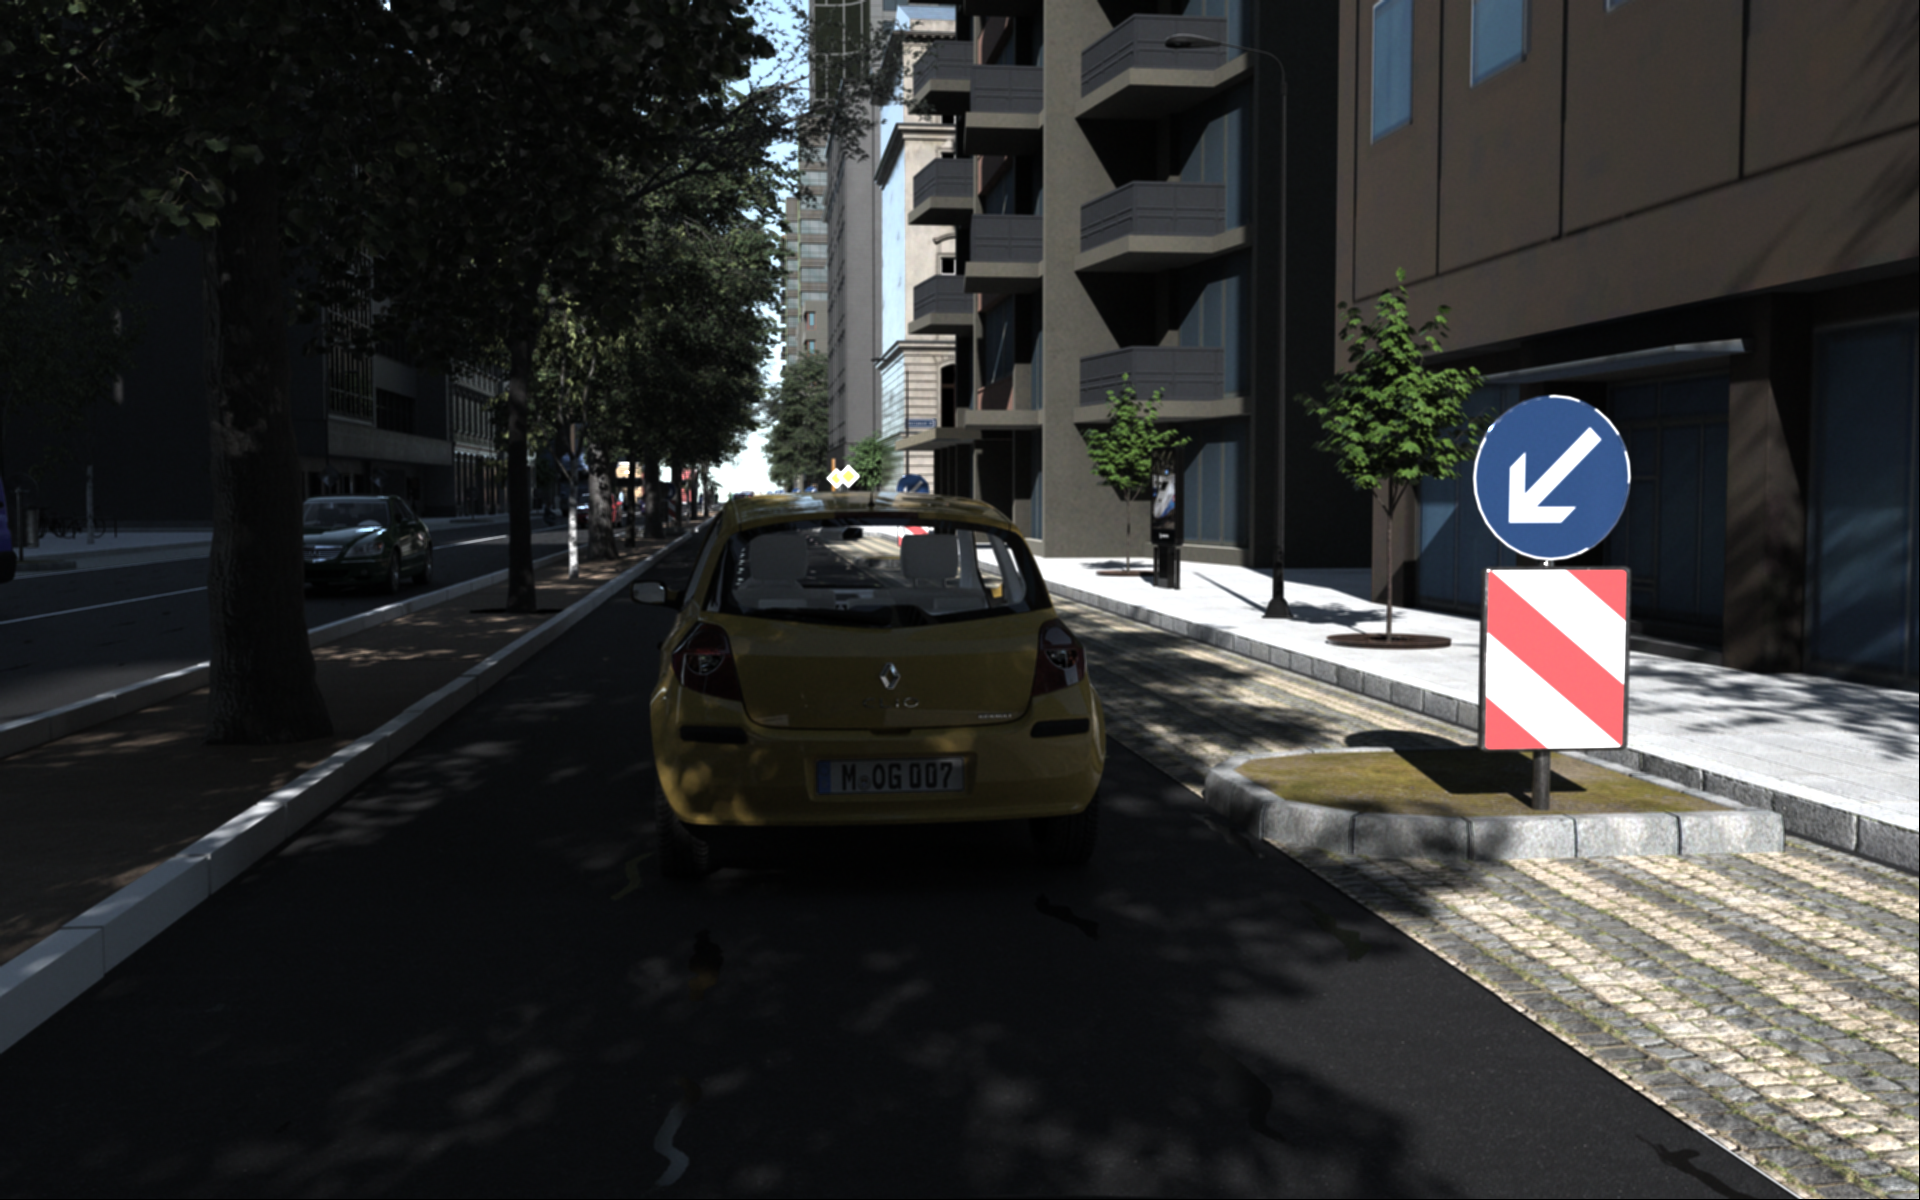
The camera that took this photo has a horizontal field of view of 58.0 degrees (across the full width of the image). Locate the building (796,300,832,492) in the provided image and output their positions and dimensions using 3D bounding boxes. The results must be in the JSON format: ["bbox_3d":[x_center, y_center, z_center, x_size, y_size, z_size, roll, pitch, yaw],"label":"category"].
[{"bbox_3d":[-1.827,-19.913,170.623,27.650,21.520,28.899,0,4,-7],"label":"building"}]

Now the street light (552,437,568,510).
[{"bbox_3d":[-32.492,-10.285,140.707,1.470,5.913,1.316,0,4,-7],"label":"street light"}]

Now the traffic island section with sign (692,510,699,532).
[{"bbox_3d":[-11.125,-3.544,66.082,2.006,1.907,1.989,0,4,-7],"label":"traffic island section with sign"}]

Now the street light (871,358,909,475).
[{"bbox_3d":[-2.335,-5.298,59.156,1.470,5.913,1.316,0,4,-7],"label":"street light"}]

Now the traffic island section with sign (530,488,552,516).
[{"bbox_3d":[-27.737,-6.431,113.781,1.989,1.847,2.006,0,4,-7],"label":"traffic island section with sign"}]

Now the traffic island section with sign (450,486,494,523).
[{"bbox_3d":[-24.450,-4.786,86.874,1.989,1.847,2.006,0,4,-7],"label":"traffic island section with sign"}]

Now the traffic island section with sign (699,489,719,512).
[{"bbox_3d":[-20.251,-8.106,140.666,2.006,1.907,1.989,0,4,-7],"label":"traffic island section with sign"}]

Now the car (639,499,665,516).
[{"bbox_3d":[-20.649,-6.386,116.985,1.945,1.354,3.894,0,4,-8],"label":"car"}]

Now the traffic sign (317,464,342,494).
[{"bbox_3d":[-20.783,-3.272,57.146,0.795,2.450,0.064,0,4,-7],"label":"traffic sign"}]

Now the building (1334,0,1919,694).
[{"bbox_3d":[12.182,-22.211,13.268,14.600,45.320,14.200,0,4,-7],"label":"building"}]

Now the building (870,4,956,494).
[{"bbox_3d":[13.882,-15.734,76.342,34.723,24.649,14.460,0,4,-7],"label":"building"}]

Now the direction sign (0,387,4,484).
[{"bbox_3d":[-20.105,-2.712,36.345,0.379,3.537,0.876,-2,4,-27],"label":"direction sign"}]

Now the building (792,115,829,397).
[{"bbox_3d":[-10.755,-31.006,190.545,14.154,41.232,14.086,0,4,-7],"label":"building"}]

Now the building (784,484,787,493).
[{"bbox_3d":[-10.476,-34.788,260.671,32.217,40.220,23.993,0,4,-7],"label":"building"}]

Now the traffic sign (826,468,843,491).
[{"bbox_3d":[-4.781,-3.882,67.119,0.795,2.450,0.064,0,4,-7],"label":"traffic sign"}]

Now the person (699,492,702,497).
[{"bbox_3d":[-40.482,-15.938,269.602,0.721,1.766,1.217,0,4,-5],"label":"person"}]

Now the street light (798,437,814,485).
[{"bbox_3d":[-12.579,-10.354,141.837,1.470,5.913,1.316,0,4,-7],"label":"street light"}]

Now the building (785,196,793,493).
[{"bbox_3d":[-17.165,-34.073,240.681,14.154,41.232,14.086,0,4,-7],"label":"building"}]

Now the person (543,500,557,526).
[{"bbox_3d":[-18.354,-3.905,77.845,0.738,1.151,1.012,0,4,-3],"label":"person"}]

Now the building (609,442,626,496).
[{"bbox_3d":[-51.714,-35.367,228.367,14.600,45.320,14.200,0,4,-7],"label":"building"}]

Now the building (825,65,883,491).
[{"bbox_3d":[-0.682,-19.185,107.176,14.314,27.812,24.014,0,4,-7],"label":"building"}]

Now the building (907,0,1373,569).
[{"bbox_3d":[10.232,-23.738,42.745,22.147,44.769,28.867,0,4,-7],"label":"building"}]

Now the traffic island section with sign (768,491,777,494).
[{"bbox_3d":[-17.141,-9.612,165.790,1.989,1.847,2.006,0,4,-7],"label":"traffic island section with sign"}]

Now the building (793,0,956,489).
[{"bbox_3d":[-9.611,-47.031,207.214,20.563,71.187,20.611,0,4,-7],"label":"building"}]

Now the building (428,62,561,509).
[{"bbox_3d":[-50.837,-27.975,149.272,32.217,40.220,23.993,0,4,-7],"label":"building"}]

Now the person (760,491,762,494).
[{"bbox_3d":[-22.512,-11.400,195.615,0.721,1.736,1.217,3,5,42],"label":"person"}]

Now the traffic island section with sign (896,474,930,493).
[{"bbox_3d":[-1.120,-1.595,34.710,1.989,1.847,2.006,0,4,-7],"label":"traffic island section with sign"}]

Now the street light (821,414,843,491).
[{"bbox_3d":[-7.377,-7.840,100.731,1.470,5.913,1.316,0,4,-7],"label":"street light"}]

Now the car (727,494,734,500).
[{"bbox_3d":[-17.152,-7.687,134.476,1.959,1.807,4.718,0,4,-6],"label":"car"}]

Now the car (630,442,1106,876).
[{"bbox_3d":[-0.526,0.135,8.017,2.015,1.641,3.980,-1,4,-8],"label":"car"}]

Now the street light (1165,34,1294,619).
[{"bbox_3d":[2.763,-2.765,17.744,1.470,5.913,1.316,0,4,-7],"label":"street light"}]

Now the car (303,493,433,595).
[{"bbox_3d":[-9.146,-0.871,26.044,2.131,1.459,4.920,0,4,-8],"label":"car"}]

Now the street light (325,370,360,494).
[{"bbox_3d":[-23.200,-5.656,65.019,1.470,5.913,1.316,0,4,-7],"label":"street light"}]

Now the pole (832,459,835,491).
[{"bbox_3d":[-7.269,-6.468,99.596,0.158,3.312,0.155,0,3,0],"label":"pole"}]

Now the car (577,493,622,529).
[{"bbox_3d":[-15.302,-3.920,73.124,2.155,1.783,4.494,0,4,-6],"label":"car"}]

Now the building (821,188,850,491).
[{"bbox_3d":[-3.073,-21.002,130.778,14.401,28.519,23.554,0,4,-7],"label":"building"}]

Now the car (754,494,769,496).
[{"bbox_3d":[-13.356,-6.536,117.089,2.015,1.641,3.980,0,4,-6],"label":"car"}]

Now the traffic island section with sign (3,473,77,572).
[{"bbox_3d":[-17.799,-1.457,32.446,1.989,1.847,2.006,0,4,-7],"label":"traffic island section with sign"}]

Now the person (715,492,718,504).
[{"bbox_3d":[-35.601,-14.931,253.532,0.541,1.710,0.530,-2,4,-28],"label":"person"}]

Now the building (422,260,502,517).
[{"bbox_3d":[-33.386,-15.510,102.734,9.793,20.994,18.267,0,4,-7],"label":"building"}]

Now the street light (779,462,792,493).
[{"bbox_3d":[-21.707,-15.004,217.850,1.470,5.913,1.316,0,4,-7],"label":"street light"}]

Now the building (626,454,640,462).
[{"bbox_3d":[-57.871,-36.380,249.435,22.147,44.769,28.867,0,4,-7],"label":"building"}]

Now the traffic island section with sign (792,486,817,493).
[{"bbox_3d":[-7.853,-4.964,89.784,1.989,1.847,2.006,0,4,-7],"label":"traffic island section with sign"}]

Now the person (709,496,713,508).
[{"bbox_3d":[-25.912,-10.490,180.026,0.705,1.821,1.348,0,4,4],"label":"person"}]

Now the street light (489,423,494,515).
[{"bbox_3d":[-28.197,-8.172,106.151,1.470,5.913,1.316,0,4,-7],"label":"street light"}]

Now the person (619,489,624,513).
[{"bbox_3d":[-25.546,-7.464,130.795,0.793,1.790,0.793,-1,4,-19],"label":"person"}]

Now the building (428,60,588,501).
[{"bbox_3d":[-44.269,-31.771,169.568,14.600,45.320,14.200,0,4,-7],"label":"building"}]

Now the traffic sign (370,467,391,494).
[{"bbox_3d":[-21.752,-3.757,65.073,0.795,2.450,0.064,0,4,-7],"label":"traffic sign"}]

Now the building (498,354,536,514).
[{"bbox_3d":[-35.848,-16.230,120.115,10.420,20.320,16.860,0,4,-7],"label":"building"}]

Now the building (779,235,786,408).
[{"bbox_3d":[-18.570,-38.624,286.122,22.147,44.769,28.867,0,4,-7],"label":"building"}]

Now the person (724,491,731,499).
[{"bbox_3d":[-24.274,-10.614,182.754,1.217,1.735,0.721,1,4,12],"label":"person"}]

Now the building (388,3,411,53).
[{"bbox_3d":[-51.140,-53.686,190.430,22.319,86.520,31.000,0,4,-7],"label":"building"}]

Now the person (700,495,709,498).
[{"bbox_3d":[-27.593,-10.896,187.373,1.217,1.736,0.721,-1,4,-8],"label":"person"}]

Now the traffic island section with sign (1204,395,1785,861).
[{"bbox_3d":[2.175,0.057,7.700,1.989,1.847,2.006,0,4,-7],"label":"traffic island section with sign"}]

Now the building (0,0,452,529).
[{"bbox_3d":[-32.871,-15.861,78.388,14.314,24.678,30.058,0,4,-7],"label":"building"}]

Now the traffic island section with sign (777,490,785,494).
[{"bbox_3d":[-11.136,-6.607,116.648,1.989,1.847,2.006,0,4,-7],"label":"traffic island section with sign"}]

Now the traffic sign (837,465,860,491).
[{"bbox_3d":[-3.812,-3.398,59.192,0.795,2.450,0.064,0,4,-7],"label":"traffic sign"}]

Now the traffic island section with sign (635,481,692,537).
[{"bbox_3d":[-10.236,-3.094,58.728,2.006,1.907,1.989,0,4,-7],"label":"traffic island section with sign"}]
